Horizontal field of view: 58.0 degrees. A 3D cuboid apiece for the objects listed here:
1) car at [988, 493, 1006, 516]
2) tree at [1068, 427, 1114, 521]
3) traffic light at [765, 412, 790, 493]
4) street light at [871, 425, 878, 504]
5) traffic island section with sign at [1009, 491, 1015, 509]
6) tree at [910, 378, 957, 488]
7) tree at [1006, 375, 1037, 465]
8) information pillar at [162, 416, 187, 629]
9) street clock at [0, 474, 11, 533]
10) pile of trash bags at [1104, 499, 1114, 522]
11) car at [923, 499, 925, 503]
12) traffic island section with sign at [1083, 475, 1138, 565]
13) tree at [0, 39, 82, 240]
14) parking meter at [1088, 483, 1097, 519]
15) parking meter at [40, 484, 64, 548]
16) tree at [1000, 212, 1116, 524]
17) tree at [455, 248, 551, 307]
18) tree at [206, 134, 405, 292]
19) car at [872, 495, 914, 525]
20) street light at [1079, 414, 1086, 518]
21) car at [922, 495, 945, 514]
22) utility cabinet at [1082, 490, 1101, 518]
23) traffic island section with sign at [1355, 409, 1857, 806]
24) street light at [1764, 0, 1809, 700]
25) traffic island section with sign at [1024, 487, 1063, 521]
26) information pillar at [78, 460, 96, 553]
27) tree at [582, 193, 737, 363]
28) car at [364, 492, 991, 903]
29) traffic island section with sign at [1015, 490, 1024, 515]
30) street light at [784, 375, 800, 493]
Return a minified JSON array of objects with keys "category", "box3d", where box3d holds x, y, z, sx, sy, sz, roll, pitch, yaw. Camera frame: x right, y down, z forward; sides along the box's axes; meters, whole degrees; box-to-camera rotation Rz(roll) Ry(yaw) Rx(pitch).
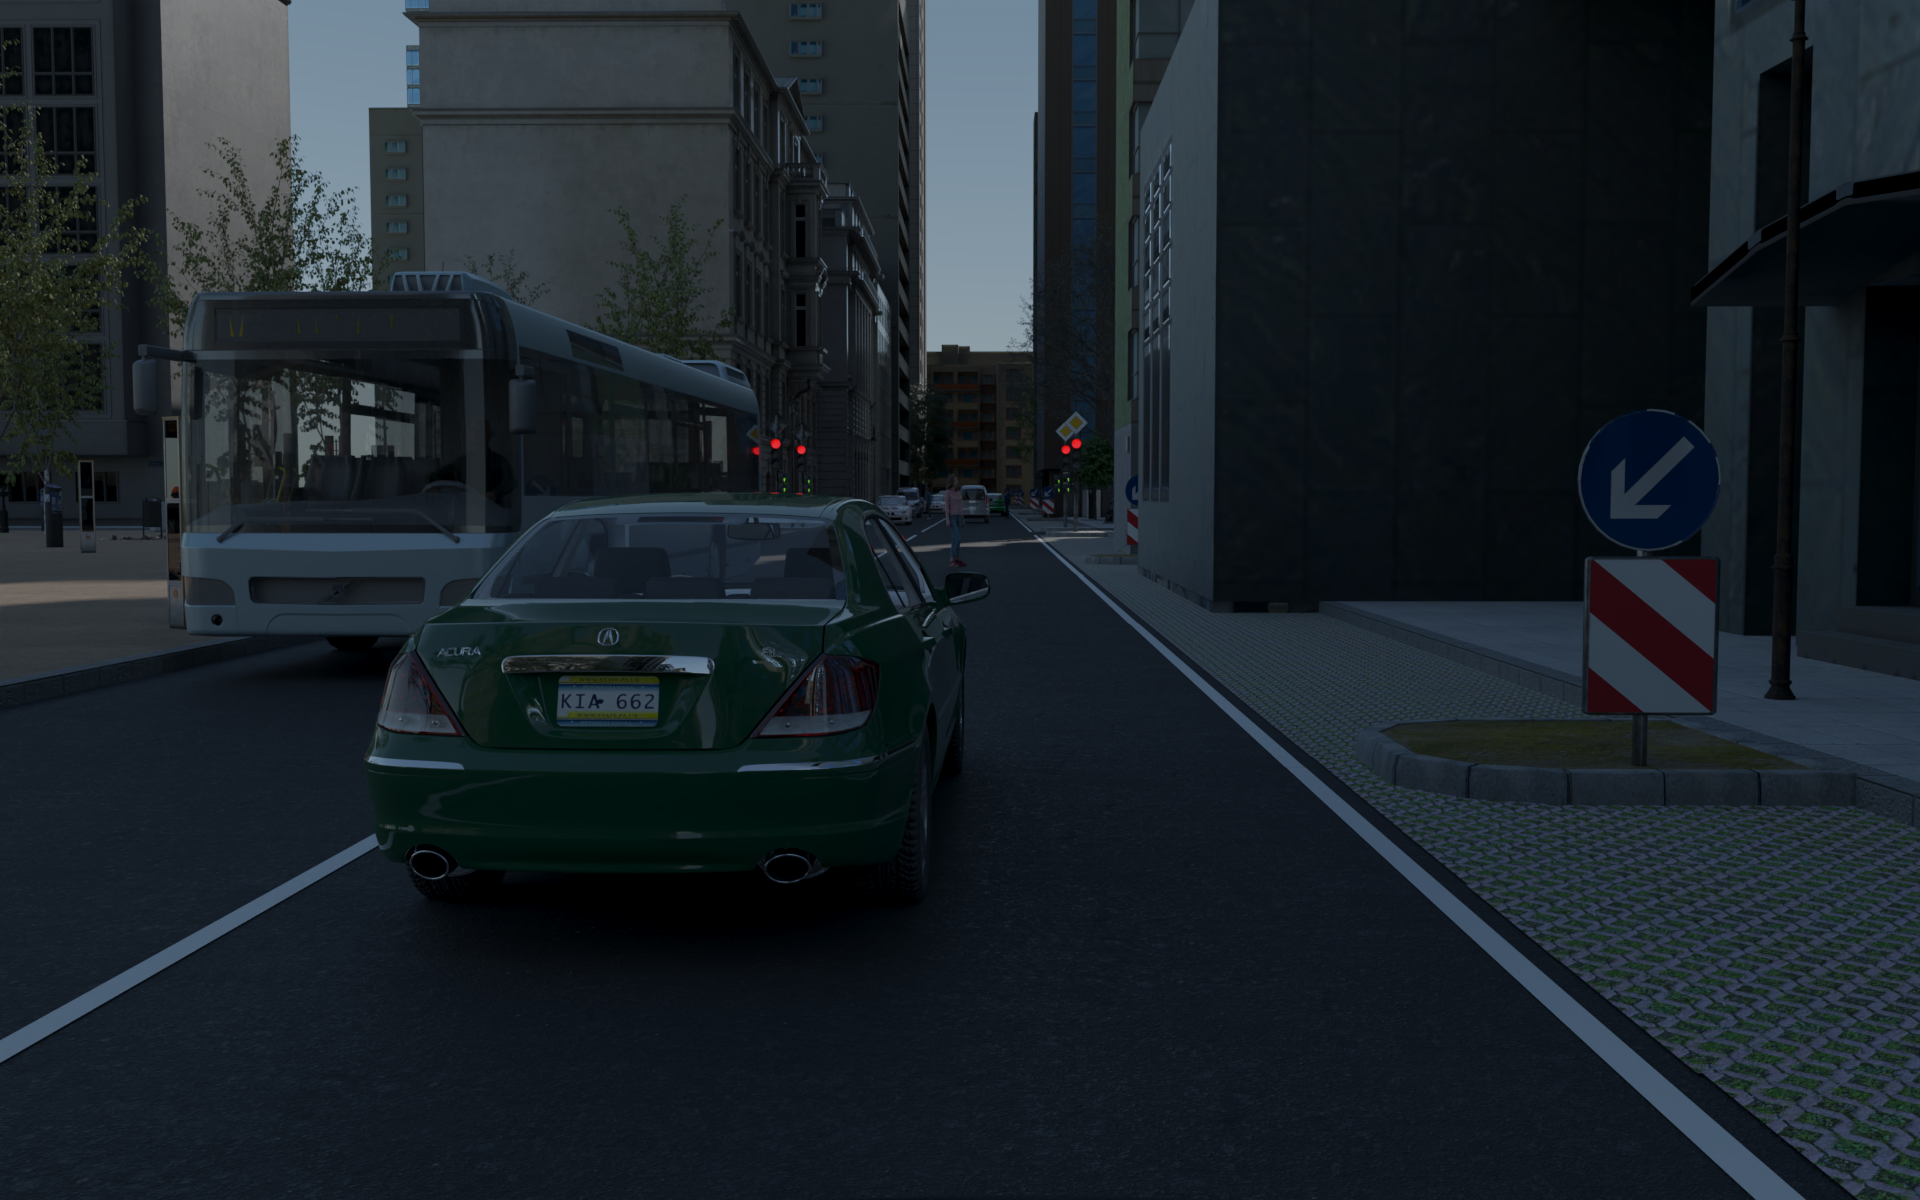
[{"category":"car","box3d":[2.100,-6.374,113.007,1.959,1.807,4.718,0,4,-1]},{"category":"tree","box3d":[6.711,-6.165,84.515,4.285,4.588,4.351,0,3,0]},{"category":"traffic light","box3d":[-6.200,-4.277,58.851,0.839,4.253,0.868,0,4,1]},{"category":"street light","box3d":[-5.671,-8.654,114.280,0.468,5.910,1.993,0,4,1]},{"category":"traffic island section with sign","box3d":[5.796,-9.795,168.769,1.989,1.847,2.006,0,4,1]},{"category":"tree","box3d":[-4.916,-17.460,192.131,9.857,13.997,8.962,0,3,0]},{"category":"tree","box3d":[7.775,-13.602,148.153,9.928,11.665,9.643,0,3,0]},{"category":"information pillar","box3d":[-7.371,-0.737,16.546,0.304,2.012,0.304,3,4,37]},{"category":"street clock","box3d":[-31.586,-3.219,57.194,0.471,2.002,0.358,1,4,15]},{"category":"pile of trash bags","box3d":[8.290,-4.284,79.804,3.447,1.369,1.912,2,4,24]},{"category":"car","box3d":[-2.530,-9.094,161.269,1.945,1.354,3.894,0,4,2]},{"category":"traffic island section with sign","box3d":[3.572,-1.662,35.808,1.989,1.847,2.006,0,4,1]},{"category":"tree","box3d":[-15.453,-4.715,27.455,4.737,8.622,4.395,0,3,0]},{"category":"parking meter","box3d":[6.799,-5.093,88.979,0.255,1.863,0.399,-3,5,-40]},{"category":"parking meter","box3d":[-21.803,-2.035,41.678,0.372,1.533,0.369,0,3,0]},{"category":"tree","box3d":[6.792,-10.078,75.152,12.009,13.543,11.850,0,3,0]},{"category":"tree","box3d":[-14.117,-6.180,51.410,4.360,8.622,3.978,0,3,0]},{"category":"tree","box3d":[-14.032,-5.162,34.763,4.737,8.622,4.395,0,3,0]},{"category":"car","box3d":[-3.204,-4.225,81.443,2.083,1.381,4.827,0,4,0]},{"category":"street light","box3d":[6.578,-7.441,94.441,0.468,5.910,1.993,0,4,1]},{"category":"car","box3d":[-1.786,-7.066,127.888,2.083,1.381,4.827,0,4,0]},{"category":"utility cabinet","box3d":[7.033,-5.140,92.722,0.318,1.500,1.173,3,5,43]},{"category":"traffic island section with sign","box3d":[3.120,-0.014,8.857,1.989,1.847,2.006,0,4,1]},{"category":"street light","box3d":[5.142,-2.318,10.682,0.468,5.910,1.993,0,4,1]},{"category":"traffic island section with sign","box3d":[4.513,-5.062,91.391,1.989,1.847,2.006,0,4,1]},{"category":"information pillar","box3d":[-19.065,-2.038,37.819,0.304,2.012,0.304,-2,4,-29]},{"category":"tree","box3d":[-7.552,-5.671,43.080,4.737,8.622,4.395,0,3,0]},{"category":"car","box3d":[-0.950,0.261,7.527,2.131,1.459,4.920,0,4,3]},{"category":"traffic island section with sign","box3d":[4.948,-6.710,118.343,1.989,1.847,2.006,0,4,1]},{"category":"street light","box3d":[-6.500,-5.767,67.086,0.468,5.910,1.993,0,4,1]}]
